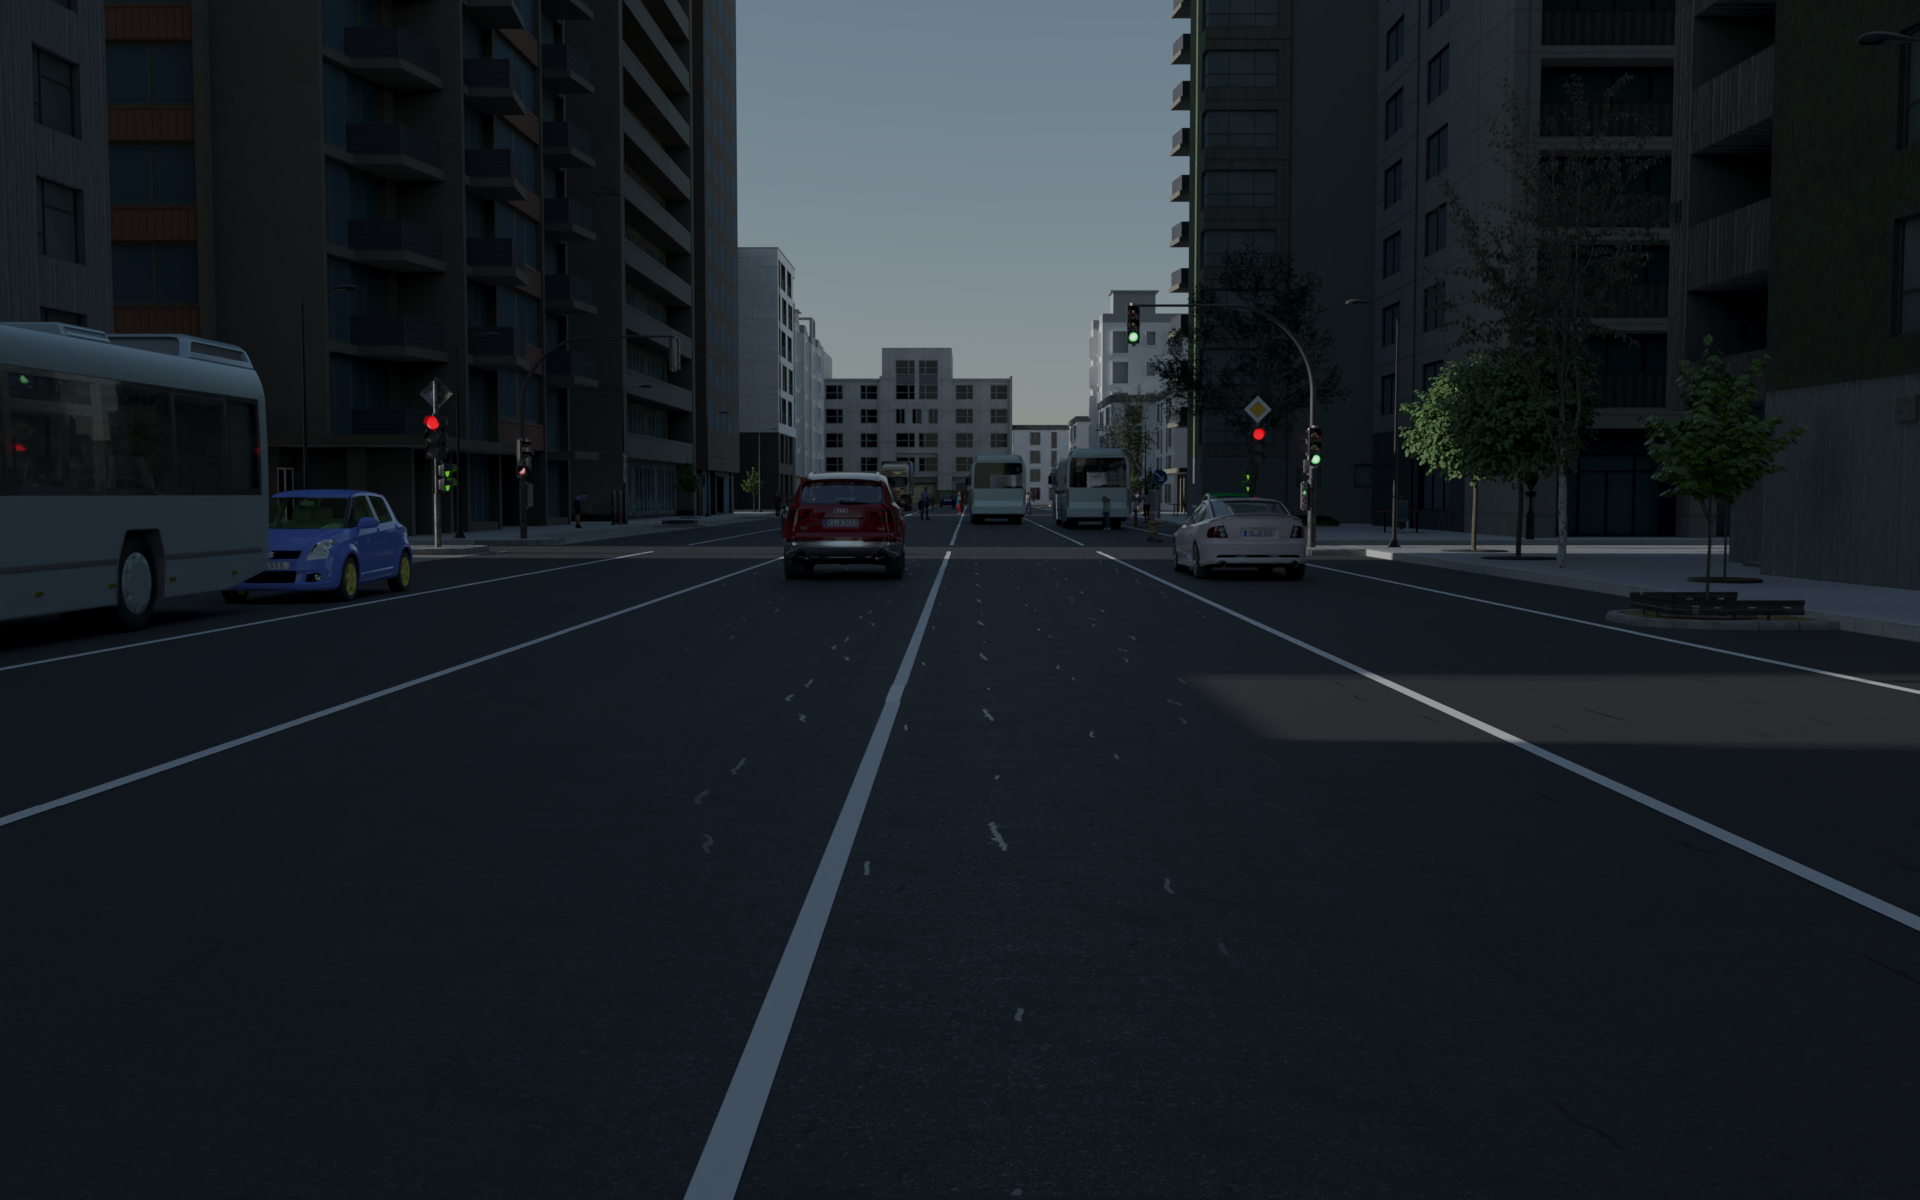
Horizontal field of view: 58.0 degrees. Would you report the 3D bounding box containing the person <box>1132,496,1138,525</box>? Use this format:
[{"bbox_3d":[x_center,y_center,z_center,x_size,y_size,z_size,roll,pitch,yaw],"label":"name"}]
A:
[{"bbox_3d":[8.011,-4.090,79.284,0.340,1.345,0.435,-1,4,-18],"label":"person"}]

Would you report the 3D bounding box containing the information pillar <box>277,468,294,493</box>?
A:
[{"bbox_3d":[-19.016,-2.714,48.867,0.304,2.012,0.304,2,4,27],"label":"information pillar"}]

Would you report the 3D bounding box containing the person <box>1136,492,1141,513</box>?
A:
[{"bbox_3d":[11.798,-6.459,114.879,0.421,1.427,0.697,1,4,17],"label":"person"}]

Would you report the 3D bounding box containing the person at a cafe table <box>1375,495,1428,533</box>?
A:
[{"bbox_3d":[14.582,-2.837,57.247,1.698,1.238,1.726,1,4,14],"label":"person at a cafe table"}]

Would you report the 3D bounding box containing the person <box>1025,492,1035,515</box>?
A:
[{"bbox_3d":[4.657,-6.598,118.331,0.963,1.587,0.435,1,4,18],"label":"person"}]

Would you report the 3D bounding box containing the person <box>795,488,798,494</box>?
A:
[{"bbox_3d":[-8.596,-5.155,92.939,0.789,1.805,0.875,3,4,37],"label":"person"}]

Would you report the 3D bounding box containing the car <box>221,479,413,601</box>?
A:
[{"bbox_3d":[-8.979,-0.895,24.223,1.945,1.707,3.694,0,4,-1],"label":"car"}]

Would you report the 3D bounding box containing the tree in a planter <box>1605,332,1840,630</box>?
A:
[{"bbox_3d":[8.327,-1.344,19.196,1.991,3.239,1.994,0,4,0],"label":"tree in a planter"}]

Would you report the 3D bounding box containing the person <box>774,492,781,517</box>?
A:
[{"bbox_3d":[-11.574,-6.061,109.874,0.482,1.546,0.388,3,5,41],"label":"person"}]

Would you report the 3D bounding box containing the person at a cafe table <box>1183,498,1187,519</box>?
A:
[{"bbox_3d":[12.454,-5.014,90.489,1.622,1.524,1.698,1,4,10],"label":"person at a cafe table"}]

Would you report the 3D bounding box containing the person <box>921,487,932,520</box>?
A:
[{"bbox_3d":[-1.806,-5.273,94.579,0.709,1.838,0.599,-3,5,-43],"label":"person"}]

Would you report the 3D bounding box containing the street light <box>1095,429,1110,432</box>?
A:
[{"bbox_3d":[10.366,-9.283,124.312,1.470,5.913,1.316,0,4,0],"label":"street light"}]

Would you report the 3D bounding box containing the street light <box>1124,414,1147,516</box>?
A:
[{"bbox_3d":[10.217,-7.823,100.453,1.470,5.913,1.316,0,4,0],"label":"street light"}]

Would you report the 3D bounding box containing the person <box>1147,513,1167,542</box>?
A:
[{"bbox_3d":[5.896,-2.167,51.851,0.347,0.859,0.695,-3,5,-43],"label":"person"}]

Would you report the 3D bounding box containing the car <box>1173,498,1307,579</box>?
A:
[{"bbox_3d":[4.898,-1.121,30.691,2.083,1.381,4.827,0,3,0],"label":"car"}]

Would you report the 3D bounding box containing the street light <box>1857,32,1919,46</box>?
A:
[{"bbox_3d":[9.721,-2.755,17.578,1.470,5.913,1.316,0,4,0],"label":"street light"}]

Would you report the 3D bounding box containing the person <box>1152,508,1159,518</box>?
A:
[{"bbox_3d":[10.348,-4.615,91.968,0.381,0.543,0.357,1,4,9],"label":"person"}]

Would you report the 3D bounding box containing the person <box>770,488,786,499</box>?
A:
[{"bbox_3d":[-14.029,-7.754,133.542,1.217,1.735,0.721,-1,4,-12],"label":"person"}]

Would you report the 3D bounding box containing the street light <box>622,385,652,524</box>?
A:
[{"bbox_3d":[-13.795,-6.191,73.760,1.470,5.913,1.316,0,4,0],"label":"street light"}]

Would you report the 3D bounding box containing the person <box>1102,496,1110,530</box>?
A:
[{"bbox_3d":[5.882,-3.489,69.450,0.435,1.345,0.340,2,4,34],"label":"person"}]

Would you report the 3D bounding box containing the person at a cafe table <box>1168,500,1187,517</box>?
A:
[{"bbox_3d":[12.818,-5.331,98.022,1.698,1.238,1.726,-1,4,-8],"label":"person at a cafe table"}]

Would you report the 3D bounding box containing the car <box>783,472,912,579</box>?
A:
[{"bbox_3d":[-2.000,-1.358,30.874,2.281,1.827,5.304,0,4,-1],"label":"car"}]

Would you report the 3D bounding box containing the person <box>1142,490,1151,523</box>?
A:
[{"bbox_3d":[9.186,-4.618,85.470,0.517,1.644,0.566,2,4,28],"label":"person"}]

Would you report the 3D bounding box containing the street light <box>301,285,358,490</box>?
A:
[{"bbox_3d":[-14.071,-4.042,38.626,1.470,5.913,1.316,0,4,0],"label":"street light"}]

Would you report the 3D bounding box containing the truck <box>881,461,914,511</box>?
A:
[{"bbox_3d":[-5.420,-9.812,149.336,2.839,4.237,11.283,0,4,1],"label":"truck"}]

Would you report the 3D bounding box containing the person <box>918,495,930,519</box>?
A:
[{"bbox_3d":[-2.059,-5.324,98.777,0.697,1.427,0.421,1,4,15],"label":"person"}]

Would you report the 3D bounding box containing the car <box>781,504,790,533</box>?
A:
[{"bbox_3d":[-5.579,-3.247,64.880,2.131,1.459,4.920,0,4,1],"label":"car"}]

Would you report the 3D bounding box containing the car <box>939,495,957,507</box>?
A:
[{"bbox_3d":[-1.319,-10.688,187.336,1.945,1.354,3.894,0,4,0],"label":"car"}]

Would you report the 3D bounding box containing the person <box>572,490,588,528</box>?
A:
[{"bbox_3d":[-14.213,-3.398,64.840,0.421,1.427,0.697,2,4,34],"label":"person"}]

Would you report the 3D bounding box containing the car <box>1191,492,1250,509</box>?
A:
[{"bbox_3d":[8.344,-2.804,54.641,1.959,1.807,4.718,0,4,1],"label":"car"}]

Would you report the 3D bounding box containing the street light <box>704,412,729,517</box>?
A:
[{"bbox_3d":[-13.704,-7.650,97.619,1.470,5.913,1.316,0,4,0],"label":"street light"}]

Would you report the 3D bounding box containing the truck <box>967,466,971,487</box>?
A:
[{"bbox_3d":[2.105,-9.941,152.292,2.967,4.110,18.799,0,3,0],"label":"truck"}]

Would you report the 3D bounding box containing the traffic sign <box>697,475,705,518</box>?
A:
[{"bbox_3d":[-13.995,-5.569,93.184,0.606,2.300,0.079,1,4,9],"label":"traffic sign"}]

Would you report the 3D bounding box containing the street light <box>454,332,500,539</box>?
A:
[{"bbox_3d":[-13.921,-4.731,49.901,1.470,5.913,1.316,0,4,0],"label":"street light"}]

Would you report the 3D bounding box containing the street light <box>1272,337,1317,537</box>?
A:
[{"bbox_3d":[9.904,-4.816,51.277,1.470,5.913,1.316,0,4,0],"label":"street light"}]

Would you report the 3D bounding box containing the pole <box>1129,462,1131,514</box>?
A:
[{"bbox_3d":[10.793,-7.133,110.475,0.158,3.312,0.155,0,3,0],"label":"pole"}]

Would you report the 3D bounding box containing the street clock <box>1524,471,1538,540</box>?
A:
[{"bbox_3d":[16.066,-2.703,48.767,0.358,2.002,0.471,3,5,41],"label":"street clock"}]

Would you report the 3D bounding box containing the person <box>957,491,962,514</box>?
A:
[{"bbox_3d":[-0.054,-6.837,121.987,0.444,1.614,0.593,1,4,17],"label":"person"}]

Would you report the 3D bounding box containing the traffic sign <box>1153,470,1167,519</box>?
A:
[{"bbox_3d":[10.442,-5.529,90.510,0.768,2.556,0.104,0,4,3],"label":"traffic sign"}]

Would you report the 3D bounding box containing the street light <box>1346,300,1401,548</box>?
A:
[{"bbox_3d":[9.910,-4.218,41.509,1.470,5.913,1.316,0,4,0],"label":"street light"}]

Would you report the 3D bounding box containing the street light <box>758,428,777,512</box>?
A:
[{"bbox_3d":[-13.510,-9.109,121.477,1.470,5.913,1.316,0,4,0],"label":"street light"}]

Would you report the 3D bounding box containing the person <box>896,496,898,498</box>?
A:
[{"bbox_3d":[-5.417,-7.965,139.418,1.217,1.739,0.721,-2,4,-30],"label":"person"}]

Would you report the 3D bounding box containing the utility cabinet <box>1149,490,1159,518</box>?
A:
[{"bbox_3d":[10.388,-5.145,92.802,0.318,1.500,1.173,-1,4,-9],"label":"utility cabinet"}]
